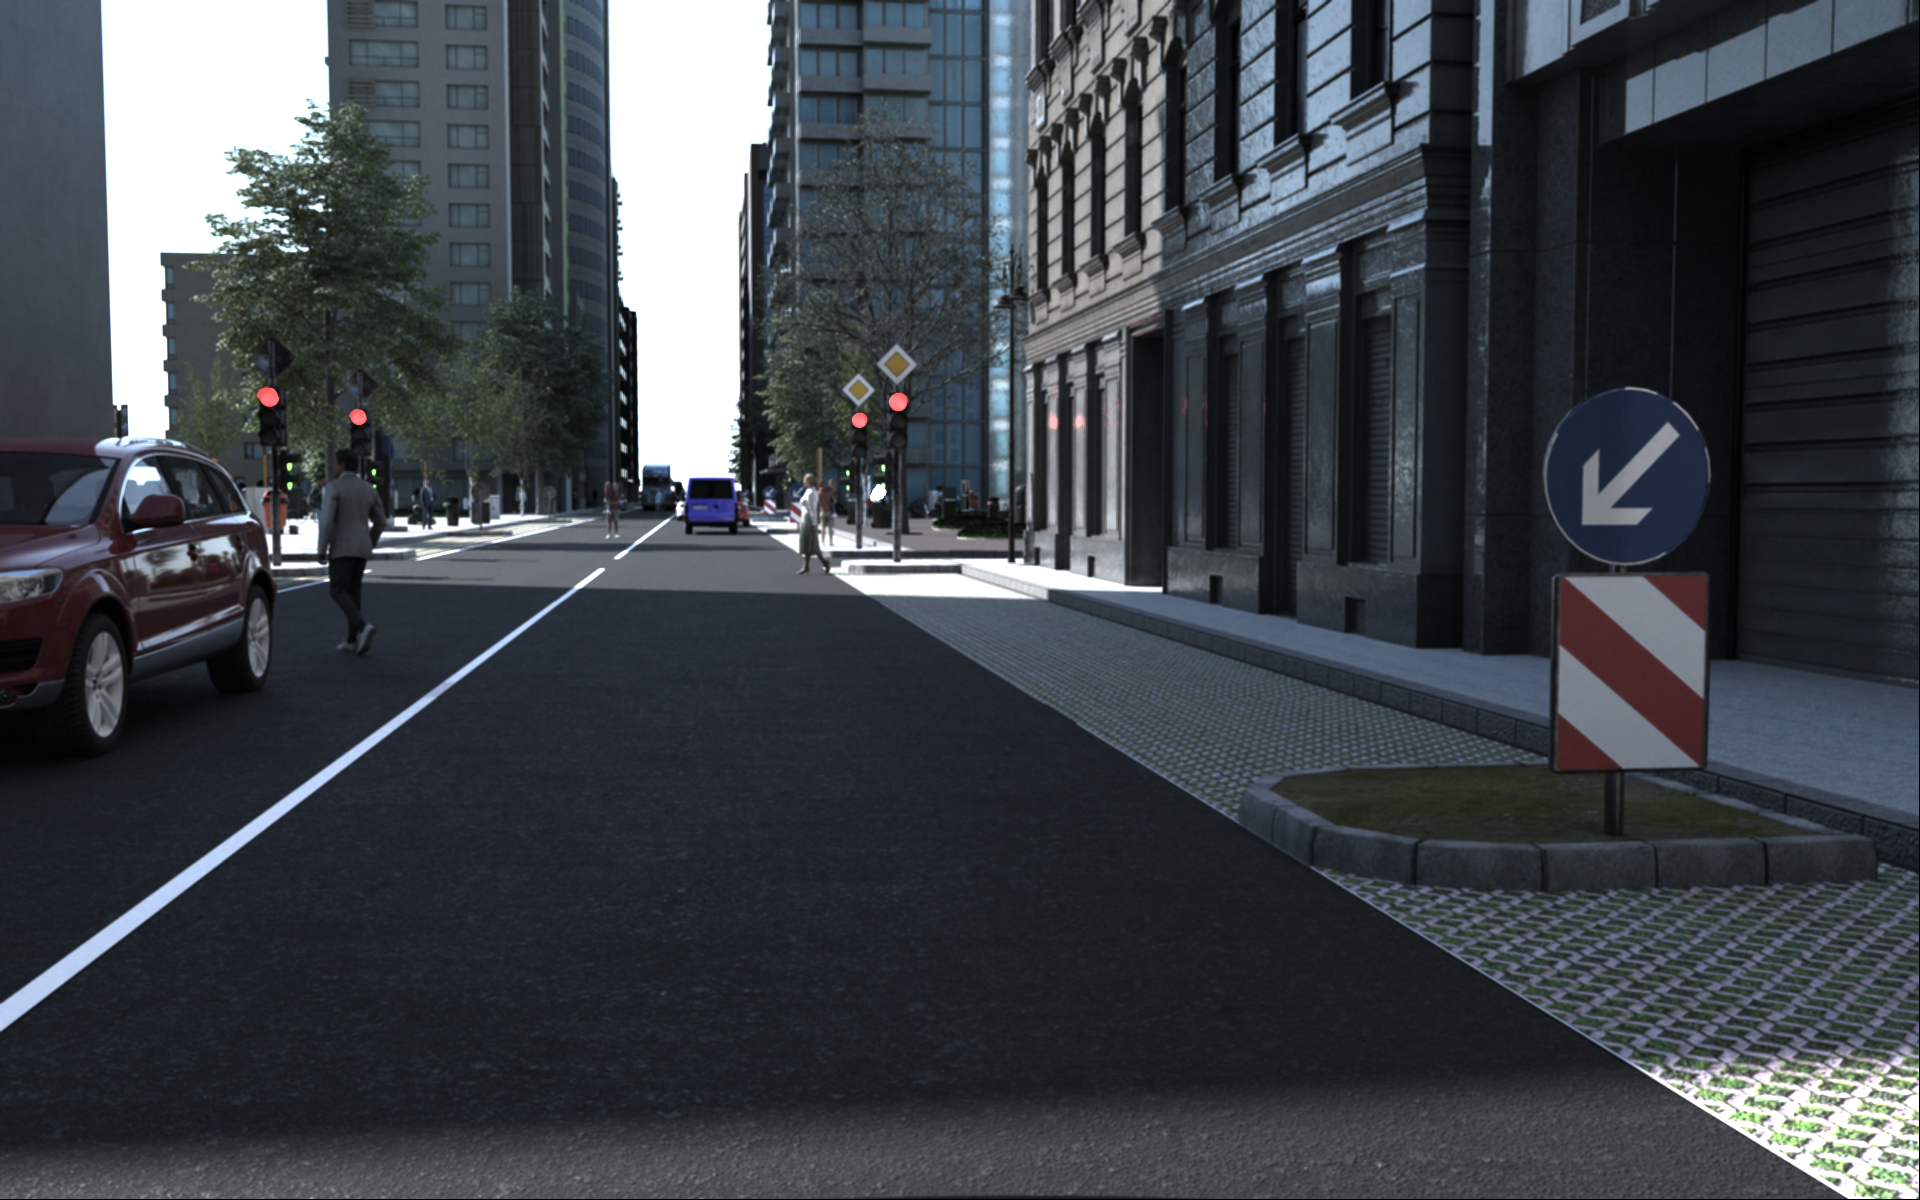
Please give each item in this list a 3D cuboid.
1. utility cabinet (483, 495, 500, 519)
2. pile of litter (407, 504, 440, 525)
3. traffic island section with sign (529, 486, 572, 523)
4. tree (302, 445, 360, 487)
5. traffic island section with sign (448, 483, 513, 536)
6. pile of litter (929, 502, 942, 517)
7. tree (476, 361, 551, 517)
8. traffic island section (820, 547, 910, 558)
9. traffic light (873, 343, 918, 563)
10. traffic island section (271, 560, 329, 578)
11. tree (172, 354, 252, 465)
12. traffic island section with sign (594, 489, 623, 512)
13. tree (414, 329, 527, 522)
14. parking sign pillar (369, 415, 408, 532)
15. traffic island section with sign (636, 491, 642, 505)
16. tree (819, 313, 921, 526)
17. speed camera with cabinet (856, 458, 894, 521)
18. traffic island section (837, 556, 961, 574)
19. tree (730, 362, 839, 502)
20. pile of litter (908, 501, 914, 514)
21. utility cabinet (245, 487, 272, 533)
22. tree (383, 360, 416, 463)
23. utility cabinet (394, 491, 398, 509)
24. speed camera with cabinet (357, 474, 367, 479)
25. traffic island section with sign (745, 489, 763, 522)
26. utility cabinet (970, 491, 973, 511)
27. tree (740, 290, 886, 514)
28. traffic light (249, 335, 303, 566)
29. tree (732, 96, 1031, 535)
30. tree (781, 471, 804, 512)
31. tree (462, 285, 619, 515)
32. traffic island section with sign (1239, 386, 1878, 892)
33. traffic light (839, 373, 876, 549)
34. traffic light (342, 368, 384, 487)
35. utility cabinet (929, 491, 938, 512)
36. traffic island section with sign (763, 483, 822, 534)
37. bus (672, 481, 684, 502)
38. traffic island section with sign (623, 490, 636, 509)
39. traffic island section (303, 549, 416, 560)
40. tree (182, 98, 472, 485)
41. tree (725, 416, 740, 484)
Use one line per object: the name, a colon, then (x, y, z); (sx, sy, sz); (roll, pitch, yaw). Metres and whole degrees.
utility cabinet: (-24.016, -4.725, 88.415); (1.020, 1.237, 0.306); (-1, 4, -12)
pile of litter: (-22.395, -3.572, 72.373); (1.176, 0.858, 1.719); (2, 4, 29)
traffic island section with sign: (-20.471, -4.769, 86.593); (1.989, 1.847, 2.006); (-1, 4, -8)
tree: (-36.112, -7.060, 99.141); (4.285, 4.588, 4.351); (0, 3, 0)
traffic island section with sign: (-16.446, -3.111, 59.487); (1.989, 1.847, 2.006); (-1, 4, -8)
pile of litter: (-1.036, -5.068, 96.827); (1.719, 0.858, 1.176); (-2, 4, -31)
tree: (-24.277, -8.848, 95.021); (4.360, 8.622, 3.978); (0, 3, 0)
traffic island section: (-2.331, -1.106, 40.363); (2.009, 0.180, 2.903); (-1, 4, -8)
traffic light: (-1.199, -2.656, 32.344); (0.839, 4.253, 0.868); (-1, 4, -8)
traffic island section: (-12.179, -0.523, 30.838); (2.009, 0.180, 2.903); (-1, 4, -8)
tree: (-39.737, -8.646, 91.719); (4.737, 8.622, 4.395); (0, 3, 0)
traffic island section with sign: (-28.069, -7.895, 137.714); (1.989, 1.847, 2.006); (-1, 4, -8)
tree: (-21.928, -7.829, 78.369); (4.737, 8.622, 4.395); (0, 3, 0)
parking sign pillar: (-19.613, -4.318, 59.064); (1.447, 3.967, 1.447); (-1, 4, -10)
traffic island section with sign: (-40.000, -12.811, 218.092); (1.989, 1.847, 2.006); (-1, 4, -8)
tree: (-3.745, -7.291, 69.565); (4.737, 8.622, 4.395); (0, 3, 0)
speed camera with cabinet: (-3.966, -5.376, 82.229); (2.038, 3.252, 0.660); (0, 4, 8)
traffic island section: (-1.158, -0.623, 32.464); (2.009, 0.180, 2.903); (-1, 4, -8)
tree: (-11.485, -11.186, 117.302); (7.601, 10.594, 8.767); (1, 4, 16)
pile of litter: (-2.795, -5.894, 110.335); (1.719, 0.858, 1.176); (-1, 4, -17)
utility cabinet: (-22.599, -2.884, 55.838); (0.318, 1.500, 1.173); (0, 4, 6)
tree: (-26.919, -8.352, 86.919); (4.737, 8.622, 4.395); (0, 3, 0)
utility cabinet: (-36.610, -6.281, 111.369); (1.173, 1.500, 0.318); (3, 5, 39)
speed camera with cabinet: (-28.681, -5.357, 81.920); (0.660, 3.252, 2.038); (-3, 5, -42)
traffic island section with sign: (-9.983, -4.953, 89.604); (1.989, 1.847, 2.006); (-1, 4, -8)
utility cabinet: (0.625, -6.541, 115.617); (0.318, 1.500, 1.173); (-1, 4, -11)
tree: (-7.579, -10.836, 95.295); (7.486, 12.596, 7.792); (0, 3, 0)
traffic light: (-12.138, -2.556, 30.709); (0.839, 4.253, 0.868); (-1, 4, -8)
tree: (-1.926, -8.821, 54.594); (12.009, 13.543, 11.850); (0, 3, 0)
tree: (-12.096, -8.122, 127.390); (1.663, 3.219, 1.824); (0, 3, 0)
tree: (-25.490, -12.121, 104.829); (9.857, 13.997, 8.962); (0, 3, 0)
traffic island section with sign: (2.256, 0.089, 7.170); (1.989, 1.847, 2.006); (-1, 4, -8)
traffic light: (-2.372, -3.139, 40.243); (0.839, 4.253, 0.868); (-1, 4, -8)
traffic light: (-13.311, -3.039, 38.608); (0.839, 4.253, 0.868); (-1, 4, -8)
utility cabinet: (-1.646, -6.115, 108.666); (0.318, 1.500, 1.173); (1, 4, 16)
traffic island section with sign: (-6.024, -3.322, 62.940); (1.989, 1.847, 2.006); (-1, 4, -8)
bus: (-38.902, -14.702, 235.233); (2.948, 3.499, 13.247); (-1, 4, -9)
traffic island section with sign: (-32.020, -9.526, 164.380); (1.989, 1.847, 2.006); (-1, 4, -8)
traffic island section: (-13.353, -1.006, 38.737); (2.009, 0.180, 2.903); (-1, 4, -8)
tree: (-18.101, -8.061, 49.927); (7.486, 12.596, 7.792); (0, 3, 0)
tree: (-23.559, -17.389, 202.441); (7.486, 12.596, 7.792); (0, 3, 0)
